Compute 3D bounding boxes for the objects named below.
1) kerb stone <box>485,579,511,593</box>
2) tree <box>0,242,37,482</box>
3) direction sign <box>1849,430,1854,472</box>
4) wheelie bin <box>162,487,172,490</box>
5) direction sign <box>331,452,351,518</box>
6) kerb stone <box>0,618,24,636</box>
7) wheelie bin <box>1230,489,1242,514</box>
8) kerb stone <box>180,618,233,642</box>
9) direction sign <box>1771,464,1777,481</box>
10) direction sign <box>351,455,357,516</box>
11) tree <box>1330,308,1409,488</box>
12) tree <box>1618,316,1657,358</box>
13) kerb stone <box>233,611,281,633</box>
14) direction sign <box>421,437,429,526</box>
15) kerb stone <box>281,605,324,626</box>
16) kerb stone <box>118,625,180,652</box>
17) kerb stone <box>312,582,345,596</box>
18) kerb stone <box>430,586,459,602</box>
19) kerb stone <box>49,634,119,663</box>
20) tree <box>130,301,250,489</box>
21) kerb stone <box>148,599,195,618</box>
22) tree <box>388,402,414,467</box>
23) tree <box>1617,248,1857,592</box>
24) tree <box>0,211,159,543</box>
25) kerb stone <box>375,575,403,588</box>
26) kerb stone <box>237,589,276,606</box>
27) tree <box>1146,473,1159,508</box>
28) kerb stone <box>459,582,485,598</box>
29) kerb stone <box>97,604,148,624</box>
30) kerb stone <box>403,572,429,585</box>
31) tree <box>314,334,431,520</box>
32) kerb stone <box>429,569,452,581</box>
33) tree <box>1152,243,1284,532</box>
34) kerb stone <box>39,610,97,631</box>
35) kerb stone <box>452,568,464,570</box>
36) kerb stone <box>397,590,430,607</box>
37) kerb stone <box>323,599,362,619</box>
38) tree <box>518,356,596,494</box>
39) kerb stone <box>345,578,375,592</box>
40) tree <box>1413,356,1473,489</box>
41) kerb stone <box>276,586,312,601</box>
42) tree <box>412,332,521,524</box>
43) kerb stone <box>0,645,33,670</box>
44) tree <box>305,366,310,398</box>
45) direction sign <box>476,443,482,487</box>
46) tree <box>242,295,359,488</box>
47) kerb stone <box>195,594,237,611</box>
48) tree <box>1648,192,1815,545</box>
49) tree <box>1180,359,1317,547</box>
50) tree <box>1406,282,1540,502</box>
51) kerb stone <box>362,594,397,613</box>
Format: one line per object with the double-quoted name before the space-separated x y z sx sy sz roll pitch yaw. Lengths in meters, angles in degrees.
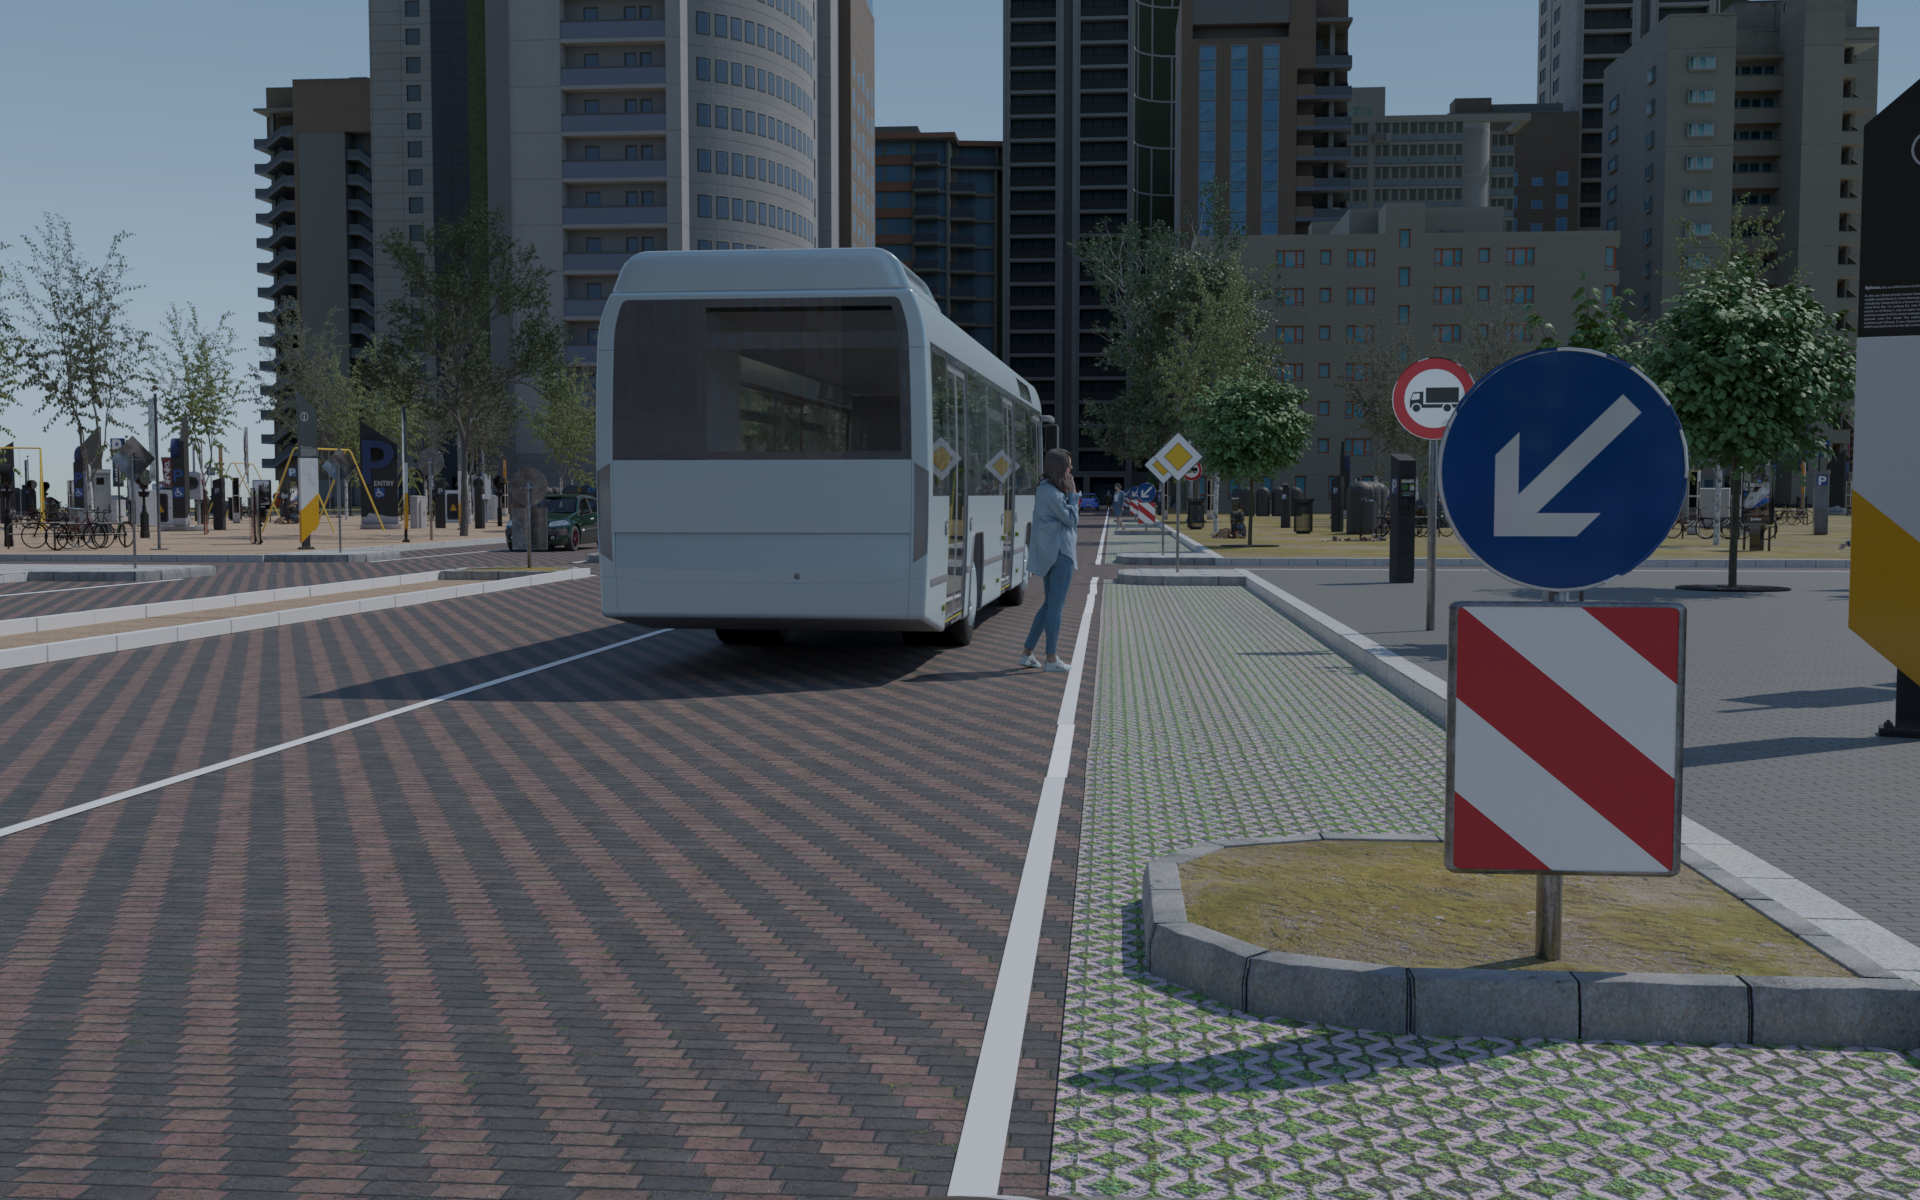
"kerb stone" -6.858 -0.192 25.406 0.120 0.150 1.000 0 4 5
"tree" -27.211 -5.923 47.199 4.737 8.622 4.395 0 3 0
"direction sign" 31.693 -4.208 60.801 0.876 3.537 0.379 1 4 23
"wheelie bin" -36.534 -4.410 80.005 0.693 1.594 0.980 1 4 21
"direction sign" -33.582 -6.212 93.569 0.876 3.537 0.379 1 4 21
"kerb stone" -9.670 0.291 17.437 0.120 0.150 1.000 0 4 5
"wheelie bin" 16.413 -5.780 102.404 0.980 1.594 0.693 3 5 40
"kerb stone" -7.576 0.308 17.251 0.120 0.150 1.000 0 4 5
"direction sign" 48.002 -6.762 102.562 0.876 3.537 0.379 -2 4 -24
"direction sign" -36.559 -6.831 103.676 0.379 3.537 0.876 1 4 18
"tree" 16.951 -7.282 69.420 4.360 8.622 3.978 0 3 0
"tree" 27.716 -7.343 70.415 4.360 8.622 3.978 0 3 0
"kerb stone" -7.487 0.246 18.273 0.120 0.150 1.000 0 4 5
"direction sign" -21.462 -4.726 69.266 0.379 3.537 0.876 -1 4 -23
"kerb stone" -7.396 0.179 19.290 0.120 0.150 1.000 0 4 5
"kerb stone" -7.666 0.366 16.232 0.120 0.150 1.000 0 4 5
"kerb stone" -9.037 -0.141 24.575 0.120 0.150 1.000 0 4 5
"kerb stone" -7.048 -0.072 23.370 0.120 0.150 1.000 0 4 5
"kerb stone" -7.755 0.428 15.205 0.120 0.150 1.000 0 4 5
"tree" -28.808 -7.044 65.539 4.737 8.622 4.395 0 3 0
"kerb stone" -9.403 0.106 20.500 0.120 0.150 1.000 0 4 5
"tree" -31.766 -9.308 102.548 4.360 8.622 3.978 0 3 0
"tree" 10.436 -2.410 23.122 4.285 4.588 4.351 0 3 0
"tree" -22.856 -5.796 45.130 4.360 8.622 3.978 0 3 0
"kerb stone" -8.871 -0.268 26.624 0.120 0.150 1.000 0 4 5
"kerb stone" -9.228 -0.020 22.536 0.120 0.150 1.000 0 4 5
"tree" 19.068 -10.970 173.963 1.663 3.219 1.824 0 3 0
"kerb stone" -6.957 -0.133 24.388 0.120 0.150 1.000 0 4 5
"kerb stone" -9.499 0.166 19.482 0.120 0.150 1.000 0 4 5
"kerb stone" -8.778 -0.331 27.648 0.120 0.150 1.000 0 4 5
"tree" -25.817 -7.855 78.796 4.737 8.622 4.395 0 3 0
"kerb stone" -8.693 -0.396 28.670 0.120 0.150 1.000 0 4 5
"tree" 7.644 -6.194 51.641 4.737 8.622 4.395 0 3 0
"kerb stone" -9.579 0.231 18.464 0.120 0.150 1.000 0 4 5
"kerb stone" -8.600 -0.458 29.688 0.120 0.150 1.000 0 4 5
"kerb stone" -7.133 -0.010 22.352 0.120 0.150 1.000 0 4 5
"kerb stone" -7.316 0.115 20.309 0.120 0.150 1.000 0 4 5
"tree" -20.059 -8.356 86.983 4.737 8.622 4.395 0 3 0
"kerb stone" -8.955 -0.205 25.599 0.120 0.150 1.000 0 4 5
"tree" 25.779 -8.690 92.447 4.737 8.622 4.395 0 3 0
"kerb stone" -9.137 -0.083 23.554 0.120 0.150 1.000 0 4 5
"tree" -20.653 -7.491 72.841 4.360 8.622 3.978 0 3 0
"kerb stone" -7.845 0.490 14.187 0.120 0.150 1.000 0 4 5
"tree" -30.546 -8.340 86.716 4.737 8.622 4.395 0 3 0
"direction sign" -21.359 -5.194 76.917 0.379 3.537 0.876 -2 4 -29
"tree" -24.049 -6.935 63.753 4.360 8.622 3.978 0 3 0
"kerb stone" -9.319 0.048 21.519 0.120 0.150 1.000 0 4 5
"tree" 19.217 -5.693 43.443 4.737 8.622 4.395 0 3 0
"tree" 7.020 -3.579 42.233 4.285 4.588 4.351 0 3 0
"tree" 18.077 -6.671 59.439 4.360 8.622 3.978 0 3 0
"kerb stone" -7.228 0.053 21.332 0.120 0.150 1.000 0 4 5
